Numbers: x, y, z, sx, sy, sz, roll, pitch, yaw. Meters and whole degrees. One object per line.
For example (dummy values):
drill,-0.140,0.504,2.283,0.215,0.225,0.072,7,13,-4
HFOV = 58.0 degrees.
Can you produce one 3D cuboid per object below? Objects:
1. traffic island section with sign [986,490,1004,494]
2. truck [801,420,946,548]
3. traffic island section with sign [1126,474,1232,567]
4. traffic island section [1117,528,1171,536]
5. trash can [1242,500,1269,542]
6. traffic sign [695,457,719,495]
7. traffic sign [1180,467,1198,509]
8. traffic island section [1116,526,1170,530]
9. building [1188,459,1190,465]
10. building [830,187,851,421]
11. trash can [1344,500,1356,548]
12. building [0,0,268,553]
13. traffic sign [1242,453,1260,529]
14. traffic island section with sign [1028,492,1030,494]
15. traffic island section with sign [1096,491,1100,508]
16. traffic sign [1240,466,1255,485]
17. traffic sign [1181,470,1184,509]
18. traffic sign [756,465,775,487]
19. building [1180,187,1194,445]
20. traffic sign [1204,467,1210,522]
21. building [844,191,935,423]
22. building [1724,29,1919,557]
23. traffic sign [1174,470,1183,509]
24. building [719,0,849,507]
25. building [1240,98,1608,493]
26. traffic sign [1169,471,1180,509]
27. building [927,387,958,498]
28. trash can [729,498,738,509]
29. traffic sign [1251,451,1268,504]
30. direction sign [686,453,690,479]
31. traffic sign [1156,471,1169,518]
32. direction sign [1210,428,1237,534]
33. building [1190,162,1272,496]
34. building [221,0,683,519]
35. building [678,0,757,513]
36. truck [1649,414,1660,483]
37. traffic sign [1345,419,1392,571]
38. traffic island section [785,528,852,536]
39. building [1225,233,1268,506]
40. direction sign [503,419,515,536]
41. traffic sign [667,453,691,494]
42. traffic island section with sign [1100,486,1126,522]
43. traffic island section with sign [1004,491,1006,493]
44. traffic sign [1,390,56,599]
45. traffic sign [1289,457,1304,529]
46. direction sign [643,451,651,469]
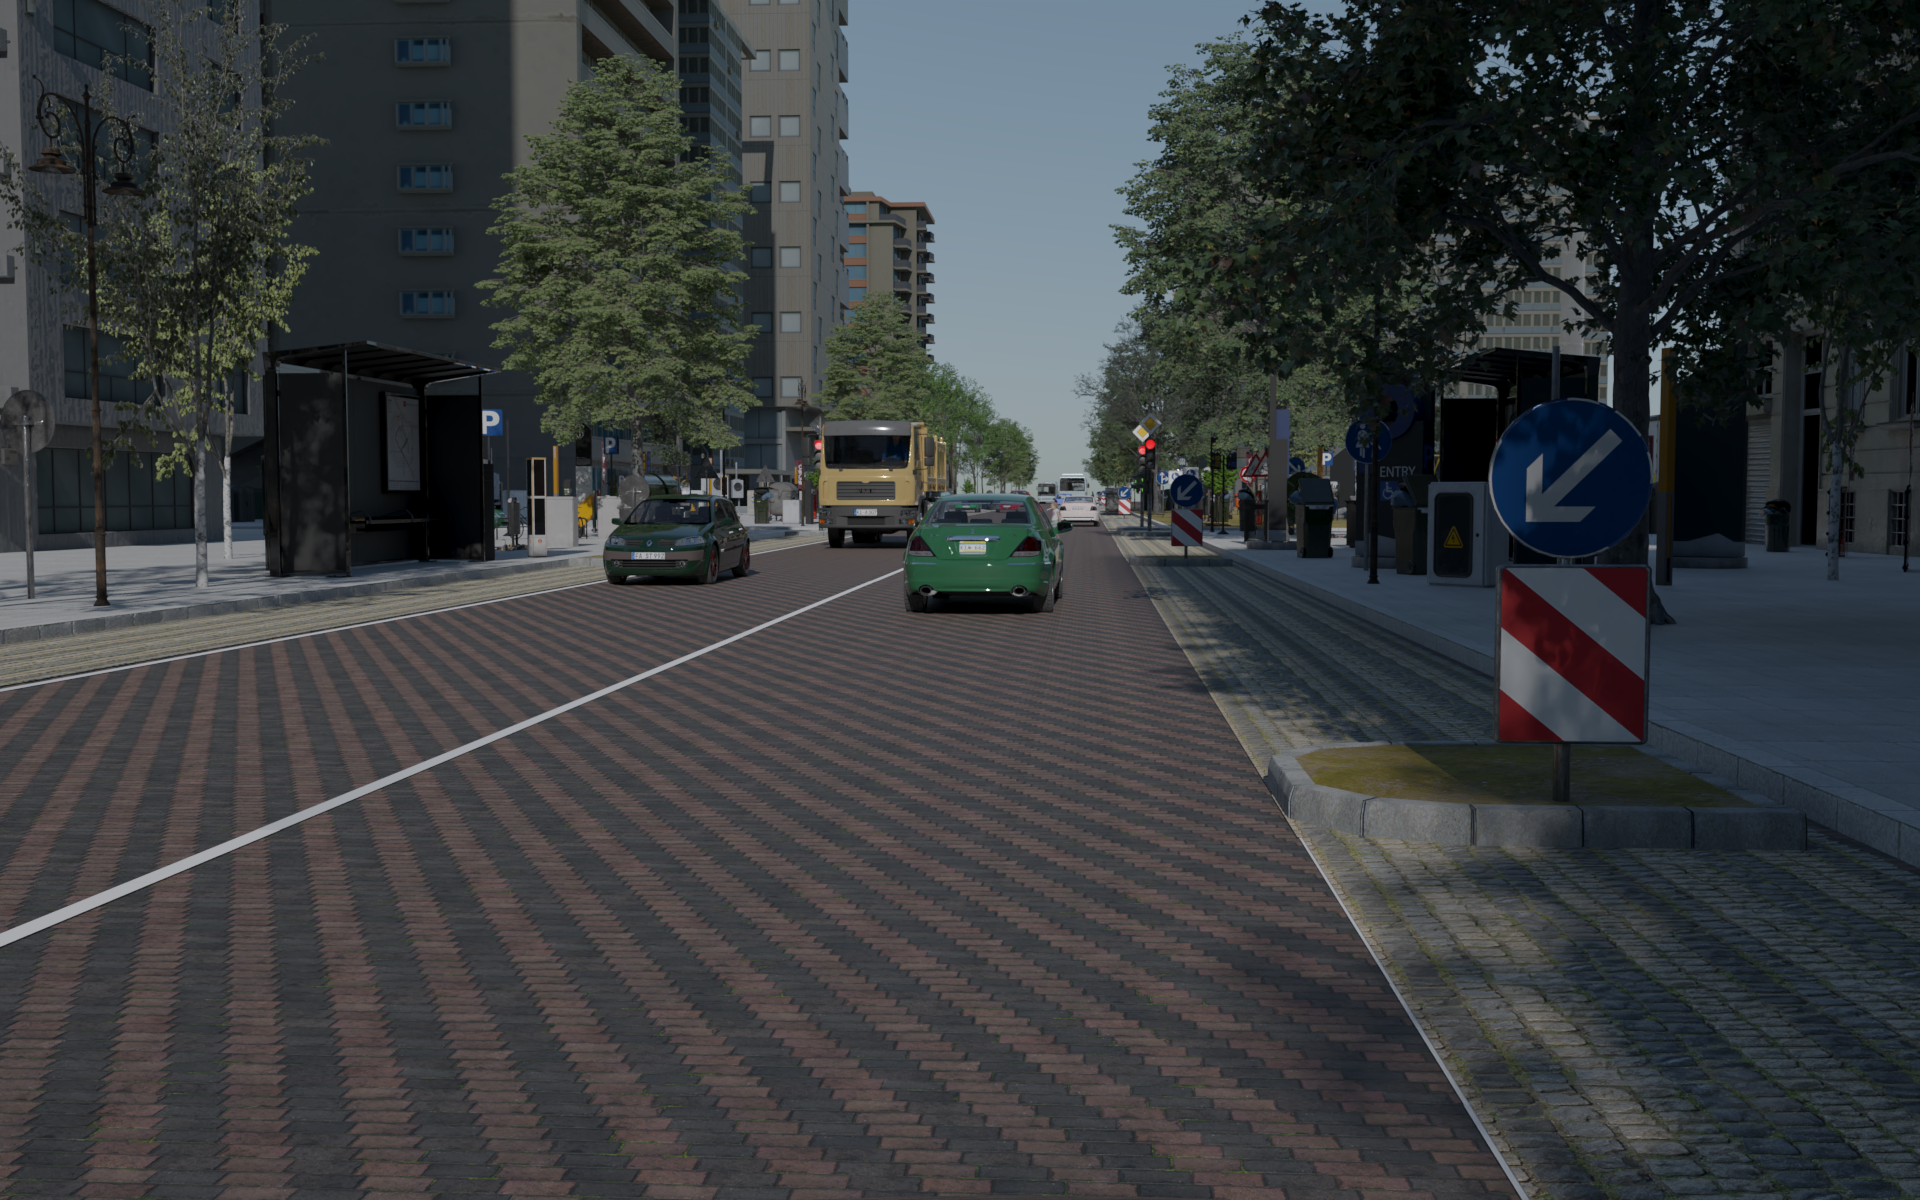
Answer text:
traffic island section with sign,2.935,-9.749,168.017,1.989,1.847,2.006,0,4,4
truck,-2.083,-3.204,48.307,3.469,3.379,9.791,0,4,5
traffic island section with sign,4.421,-1.610,34.948,1.989,1.847,2.006,0,4,4
traffic island section,6.539,-2.280,59.565,2.009,0.180,2.903,0,4,4
trash can,7.561,-1.993,44.235,0.748,1.137,0.748,0,3,0
traffic sign,-8.731,-3.654,59.753,0.884,2.594,0.081,1,4,13
traffic sign,8.852,-3.934,66.453,0.606,2.300,0.079,1,4,13
traffic island section,7.117,-2.767,67.529,2.009,0.180,2.903,0,4,4
building,42.430,-37.596,264.801,14.600,45.320,14.200,0,4,4
building,-25.415,-30.209,185.800,32.217,40.220,23.993,0,4,4
trash can,9.488,-1.804,41.142,0.748,1.137,0.748,0,3,0
building,-26.305,-16.635,43.681,14.107,30.474,14.160,0,4,4
traffic sign,9.312,-3.336,54.550,0.884,2.594,0.081,0,4,8
traffic island section with sign,10.888,-16.437,277.373,1.989,1.847,2.006,0,4,4
traffic island section with sign,10.409,-6.645,117.277,1.989,1.847,2.006,0,4,4
traffic sign,13.002,-4.776,78.186,0.768,2.556,0.104,0,4,8
traffic sign,11.813,-5.607,91.776,0.768,2.556,0.104,1,4,11
traffic sign,-8.701,-4.736,77.435,0.884,2.594,0.081,1,4,8
building,50.896,-42.565,285.169,28.713,52.752,27.495,0,4,4
traffic sign,11.612,-4.935,80.801,0.768,2.556,0.104,1,4,13
building,-15.274,-36.601,253.056,22.147,44.769,28.867,0,4,4
building,26.482,-12.090,30.963,16.112,22.955,30.059,0,4,4
traffic sign,11.398,-5.550,90.841,0.768,2.556,0.104,0,4,7
building,-24.897,-34.796,158.155,28.713,52.752,27.495,0,4,4
building,43.318,-28.830,163.258,32.217,40.220,23.993,0,4,4
traffic sign,9.476,-4.530,76.199,0.606,2.300,0.079,1,4,8
building,-15.134,-26.766,282.660,27.650,21.520,28.899,0,4,4
trash can,-7.702,-2.781,57.117,0.748,1.137,0.748,0,3,0
traffic sign,9.326,-3.238,52.941,0.884,2.594,0.081,0,4,5
direction sign,-15.180,-6.403,96.679,0.379,3.537,0.876,-2,4,-24
traffic sign,11.041,-5.750,94.122,0.768,2.556,0.104,0,4,7
direction sign,8.376,-3.857,55.053,0.876,3.537,0.379,-1,4,-11
building,44.219,-38.101,246.660,21.300,48.544,21.600,0,4,4
building,-28.169,-28.755,93.853,21.300,48.544,21.600,0,4,4
building,-28.943,-26.489,124.983,32.217,40.220,23.993,0,4,4
truck,30.160,-4.459,61.824,11.283,4.237,2.839,0,4,3
traffic sign,6.806,-1.764,28.944,0.768,2.556,0.104,1,4,9
traffic island section,-4.872,-2.331,60.396,2.009,0.180,2.903,0,4,4
building,37.341,-26.120,198.757,14.160,30.474,14.107,0,4,4
direction sign,-13.723,-3.708,52.616,0.379,3.537,0.876,-1,4,-18
traffic sign,-8.436,-3.167,51.892,0.768,2.556,0.104,1,4,12
traffic island section with sign,8.457,-5.001,90.393,1.989,1.847,2.006,0,4,4
traffic island section with sign,4.891,-11.393,194.901,1.989,1.847,2.006,0,4,4
traffic sign,-11.383,-1.287,21.151,0.768,2.556,0.104,1,4,12
traffic sign,11.429,-3.621,59.308,0.768,2.556,0.104,1,4,10
direction sign,-16.655,-6.120,92.054,0.379,3.537,0.876,-3,5,-39
